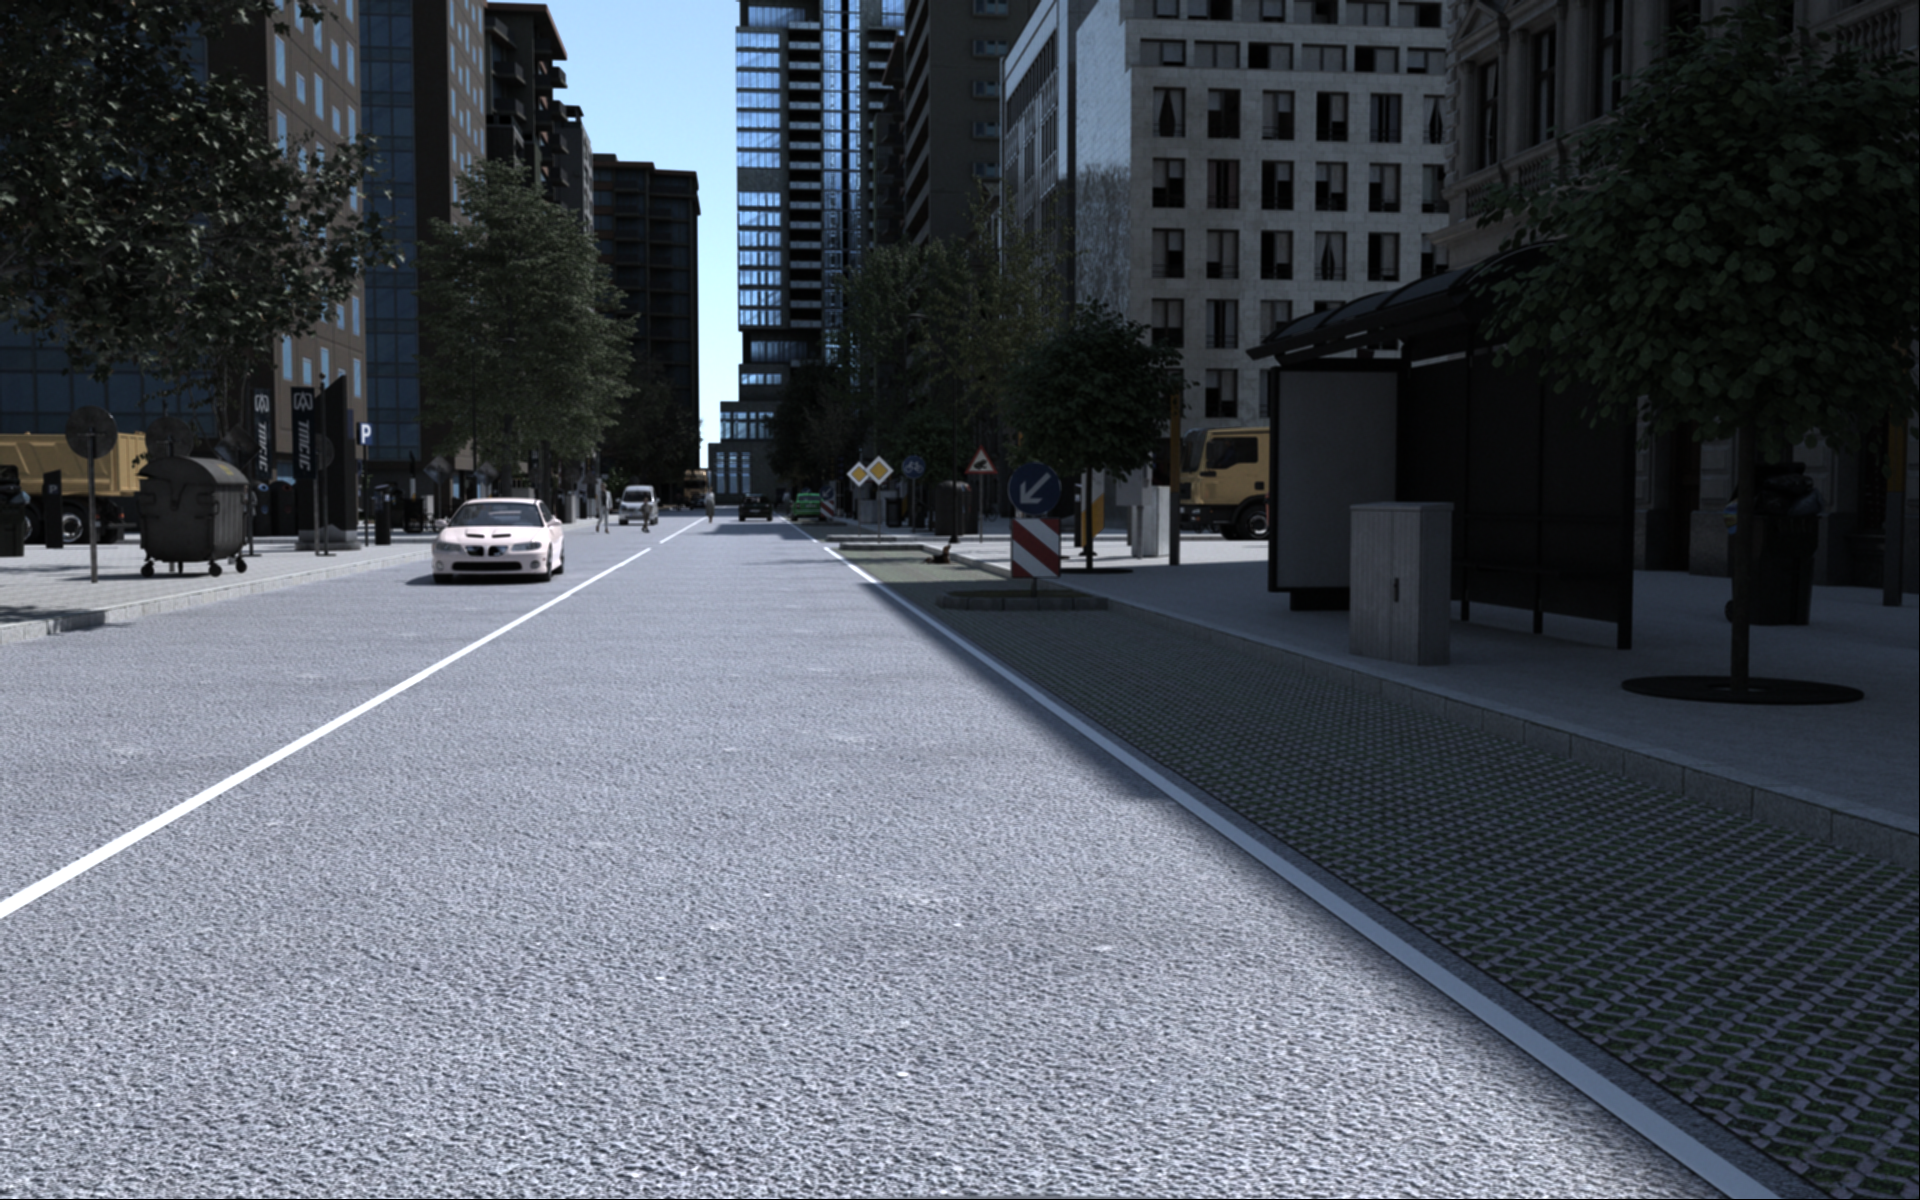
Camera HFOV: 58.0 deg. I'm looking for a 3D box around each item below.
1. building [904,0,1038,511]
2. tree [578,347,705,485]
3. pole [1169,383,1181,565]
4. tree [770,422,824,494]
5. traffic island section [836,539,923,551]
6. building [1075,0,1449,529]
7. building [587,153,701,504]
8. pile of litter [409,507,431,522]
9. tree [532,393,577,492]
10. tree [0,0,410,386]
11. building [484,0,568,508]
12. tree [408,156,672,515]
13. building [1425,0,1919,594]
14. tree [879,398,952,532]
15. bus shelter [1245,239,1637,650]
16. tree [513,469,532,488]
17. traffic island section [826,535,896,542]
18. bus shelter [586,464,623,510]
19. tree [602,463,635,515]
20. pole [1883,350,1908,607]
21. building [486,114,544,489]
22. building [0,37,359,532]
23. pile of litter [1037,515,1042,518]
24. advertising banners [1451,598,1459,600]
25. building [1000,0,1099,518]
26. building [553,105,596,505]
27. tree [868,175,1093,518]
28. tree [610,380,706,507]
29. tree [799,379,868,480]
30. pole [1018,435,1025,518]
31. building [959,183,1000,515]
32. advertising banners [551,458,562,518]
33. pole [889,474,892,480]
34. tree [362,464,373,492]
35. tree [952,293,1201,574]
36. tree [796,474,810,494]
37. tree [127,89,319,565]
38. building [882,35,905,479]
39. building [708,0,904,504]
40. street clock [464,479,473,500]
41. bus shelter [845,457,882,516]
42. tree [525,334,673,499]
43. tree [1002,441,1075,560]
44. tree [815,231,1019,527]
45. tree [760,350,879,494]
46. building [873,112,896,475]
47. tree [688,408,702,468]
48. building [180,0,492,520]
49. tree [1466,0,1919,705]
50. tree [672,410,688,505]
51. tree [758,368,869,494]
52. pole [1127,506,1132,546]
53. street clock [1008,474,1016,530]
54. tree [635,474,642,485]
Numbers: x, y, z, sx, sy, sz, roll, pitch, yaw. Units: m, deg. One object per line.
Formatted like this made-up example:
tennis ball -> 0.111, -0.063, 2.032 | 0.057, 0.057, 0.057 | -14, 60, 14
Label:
building -> 7.044, -31.652, 141.211 | 21.300, 48.544, 21.600 | 0, 4, -7
tree -> -26.200, -14.232, 143.071 | 12.009, 13.543, 11.850 | 0, 3, 0
pole -> 3.873, -2.283, 31.169 | 0.158, 3.312, 0.155 | 0, 3, 0
tree -> -17.496, -16.860, 193.794 | 7.486, 12.596, 7.792 | 0, 3, 0
traffic island section -> -2.076, -1.383, 44.896 | 2.009, 0.180, 2.903 | 0, 4, -7
building -> 13.779, -13.034, 67.865 | 16.860, 20.320, 10.420 | 0, 4, -7
building -> -48.320, -34.898, 225.206 | 28.867, 44.769, 22.147 | 0, 4, -7
pile of litter -> -24.937, -3.989, 79.186 | 1.719, 0.858, 1.176 | 0, 4, -2
tree -> -28.189, -10.378, 120.050 | 4.737, 8.622, 4.395 | 0, 3, 0
tree -> -11.319, -6.197, 18.328 | 9.611, 12.733, 9.660 | 0, 3, 0
building -> -46.381, -30.458, 152.605 | 22.147, 44.769, 28.867 | 0, 4, -7
tree -> -15.125, -8.604, 58.798 | 7.486, 12.596, 7.792 | 0, 3, 0
building -> 16.265, -12.184, 28.095 | 11.050, 23.489, 19.941 | 0, 4, -7
tree -> -0.942, -4.610, 59.090 | 4.285, 4.588, 4.351 | 0, 3, 0
bus shelter -> 4.484, -1.384, 16.546 | 2.014, 3.302, 5.546 | 0, 4, -7
tree -> -29.327, -7.342, 114.646 | 1.663, 3.219, 1.824 | 0, 3, 0
traffic island section -> -3.048, -1.868, 52.822 | 2.009, 0.180, 2.903 | 0, 4, -7
bus shelter -> -24.177, -7.583, 117.901 | 2.014, 3.302, 5.546 | 0, 4, -7
tree -> -21.878, -6.990, 108.894 | 1.663, 3.219, 1.824 | 0, 3, 0
pole -> 10.673, -1.583, 19.723 | 0.158, 3.312, 0.155 | 0, 3, 0
building -> -39.521, -22.000, 131.406 | 14.160, 30.474, 14.107 | 0, 4, -7
building -> -30.605, -25.250, 62.953 | 14.600, 45.320, 14.200 | 0, 4, -7
pile of litter -> 2.960, -3.453, 70.420 | 1.176, 0.858, 1.719 | -1, 4, -19
advertising banners -> 6.127, -1.507, 20.828 | 2.074, 3.025, 0.090 | 1, 4, 14
building -> 9.347, -16.324, 84.923 | 12.078, 24.808, 19.932 | 0, 4, -7
building -> -46.178, -30.594, 183.813 | 14.086, 41.232, 14.154 | 0, 4, -7
tree -> 1.193, -5.454, 39.531 | 4.737, 8.622, 4.395 | 0, 3, 0
tree -> -30.413, -15.719, 174.010 | 9.611, 12.733, 9.660 | 0, 3, 0
tree -> -8.253, -10.080, 115.165 | 4.360, 8.622, 3.978 | 0, 3, 0
pole -> 1.578, -3.077, 44.159 | 0.158, 3.312, 0.155 | 0, 3, 0
building -> 7.339, -17.925, 112.162 | 14.460, 24.649, 34.723 | 0, 4, -7
advertising banners -> -19.662, -5.389, 84.299 | 0.090, 3.025, 2.074 | -2, 4, -27
pole -> -3.697, -5.977, 91.571 | 0.158, 3.312, 0.155 | 0, 3, 0
tree -> -32.084, -5.989, 92.514 | 1.663, 3.219, 1.824 | 0, 3, 0
tree -> 2.220, -2.735, 28.432 | 4.285, 4.588, 4.351 | 0, 3, 0
tree -> -18.744, -15.499, 203.765 | 4.737, 8.622, 4.395 | 0, 3, 0
tree -> -13.457, -4.962, 31.483 | 4.360, 8.622, 3.978 | 0, 3, 0
building -> 3.975, -31.322, 166.745 | 22.147, 44.769, 28.867 | 0, 4, -7
building -> -17.625, -55.997, 228.214 | 31.000, 86.520, 22.319 | 0, 4, -7
street clock -> -23.656, -4.823, 83.425 | 0.471, 2.002, 0.358 | 3, 5, 42
bus shelter -> -5.404, -6.397, 98.516 | 2.014, 3.302, 5.546 | 0, 4, -7
tree -> -21.049, -10.113, 99.755 | 8.767, 10.594, 7.601 | -3, 5, -39
tree -> 1.547, -2.428, 34.298 | 1.663, 3.219, 1.824 | 0, 3, 0
tree -> -1.719, -8.666, 67.448 | 9.928, 11.665, 9.643 | 0, 3, 0
tree -> -11.313, -13.533, 138.279 | 9.611, 12.733, 9.660 | 0, 3, 0
building -> -2.589, -30.951, 189.641 | 14.154, 41.232, 14.086 | 0, 4, -7
tree -> -33.918, -17.372, 202.164 | 7.486, 12.596, 7.792 | 0, 3, 0
building -> -36.331, -27.707, 103.120 | 14.600, 45.320, 14.200 | 0, 4, -7
tree -> 5.097, -1.670, 11.022 | 4.285, 4.588, 4.351 | 0, 3, 0
tree -> -16.471, -9.316, 70.442 | 7.486, 12.596, 7.792 | 0, 3, 0
tree -> -13.641, -15.339, 161.157 | 12.009, 13.543, 11.850 | 0, 3, 0
pole -> 4.265, -3.003, 42.947 | 0.158, 3.312, 0.155 | 0, 3, 0
street clock -> 1.895, -3.514, 62.019 | 0.358, 2.002, 0.471 | -1, 4, -13
tree -> -24.692, -8.203, 128.728 | 1.663, 3.219, 1.824 | 0, 3, 0
